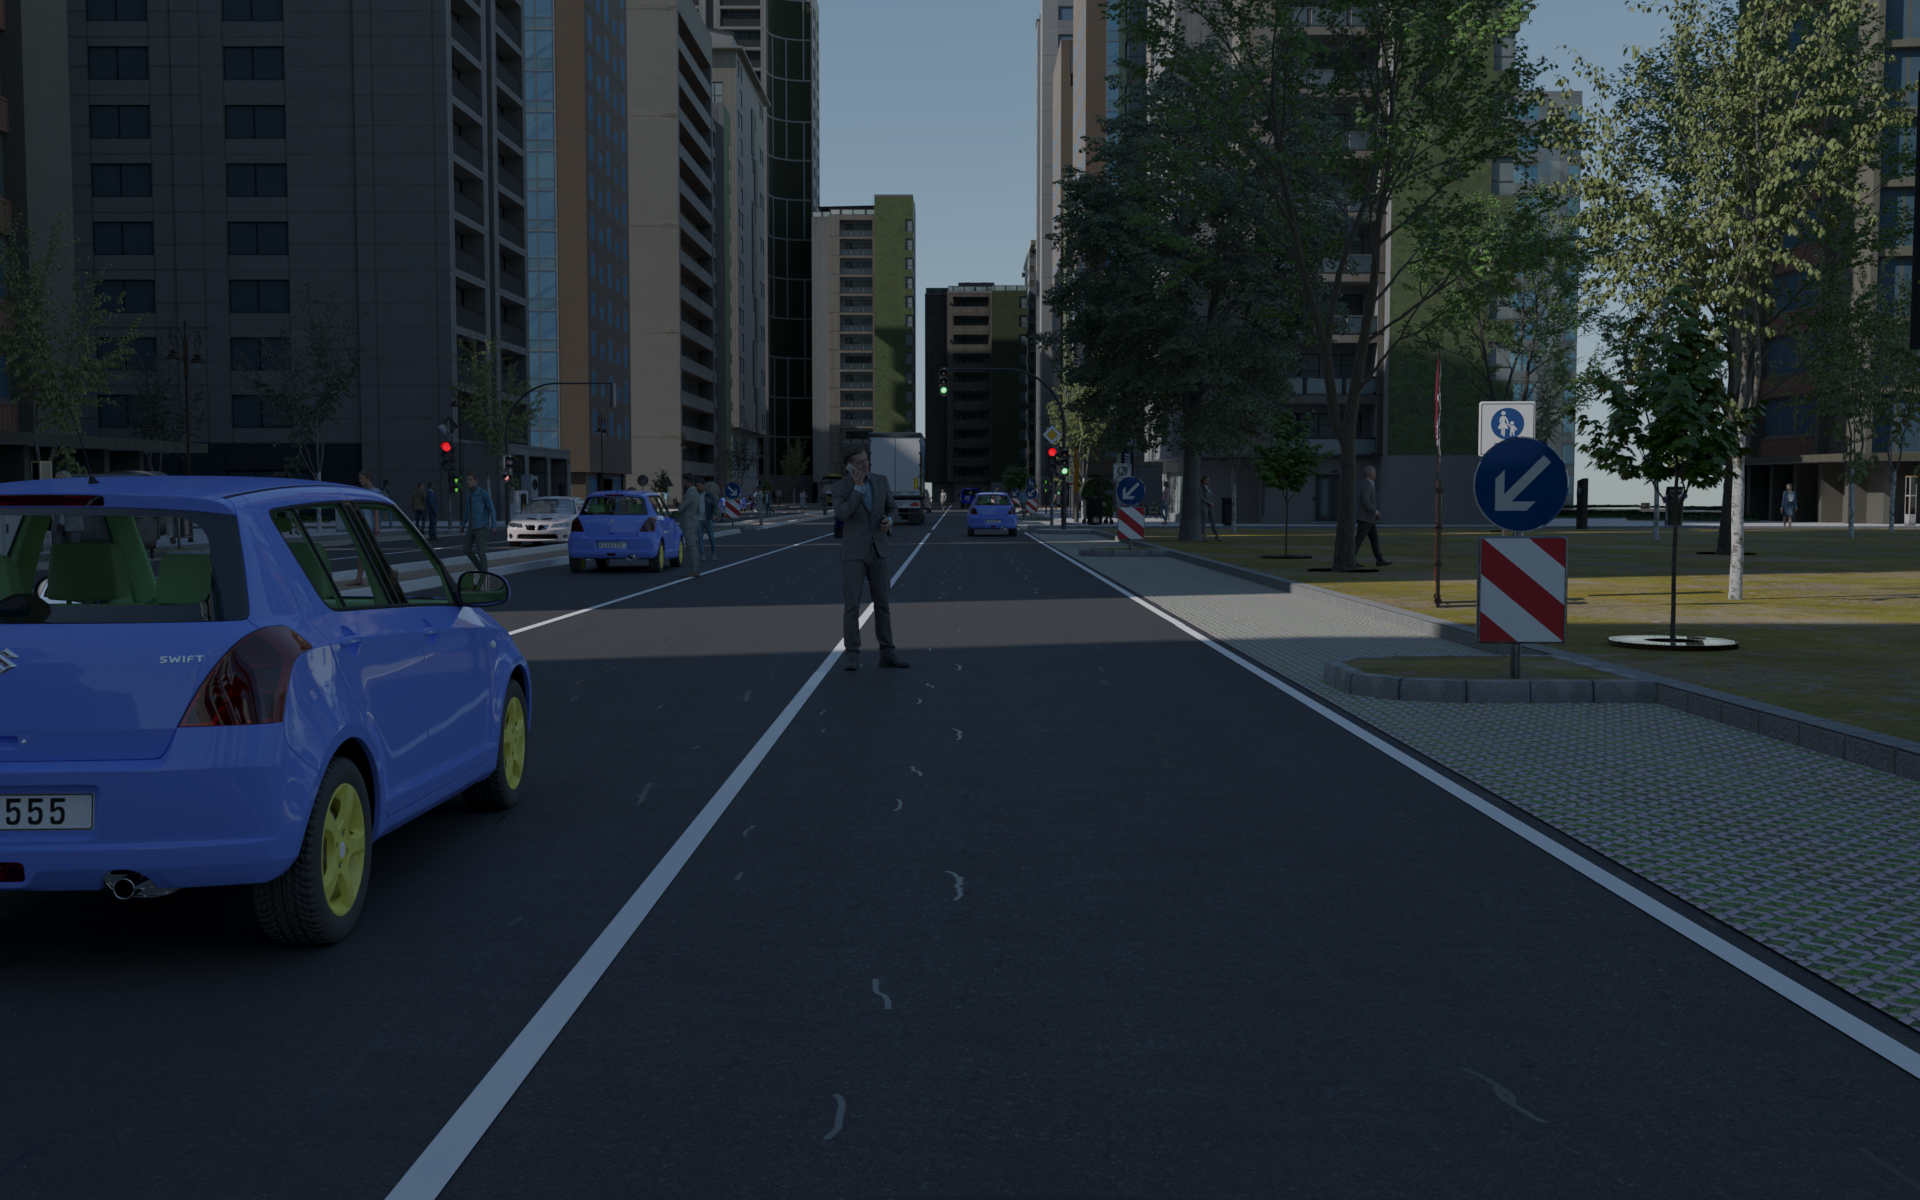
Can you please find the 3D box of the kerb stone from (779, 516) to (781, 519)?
[{"bbox_3d":[-10.207,-4.530,96.317,0.120,0.150,1.000,0,3,0],"label":"kerb stone"}]

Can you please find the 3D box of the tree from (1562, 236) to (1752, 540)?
[{"bbox_3d":[19.366,-5.952,47.685,4.360,8.622,3.978,0,3,0],"label":"tree"}]

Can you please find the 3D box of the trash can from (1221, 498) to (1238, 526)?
[{"bbox_3d":[10.902,-3.574,70.090,0.748,1.137,0.748,0,3,0],"label":"trash can"}]

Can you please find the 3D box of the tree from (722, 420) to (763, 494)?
[{"bbox_3d":[-21.195,-13.292,167.678,4.360,8.622,3.978,0,3,0],"label":"tree"}]

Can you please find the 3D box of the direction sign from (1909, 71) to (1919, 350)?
[{"bbox_3d":[5.530,-1.052,9.197,0.876,3.537,0.379,2,4,24],"label":"direction sign"}]

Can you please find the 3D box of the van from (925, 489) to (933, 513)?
[{"bbox_3d":[-3.086,-7.768,134.010,2.013,2.044,4.112,0,4,1],"label":"van"}]

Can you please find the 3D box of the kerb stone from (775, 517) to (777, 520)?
[{"bbox_3d":[-10.202,-4.408,94.272,0.120,0.150,1.000,0,3,0],"label":"kerb stone"}]

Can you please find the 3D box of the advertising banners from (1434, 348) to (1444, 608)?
[{"bbox_3d":[5.623,-1.478,20.346,0.090,3.025,2.074,1,4,15],"label":"advertising banners"}]

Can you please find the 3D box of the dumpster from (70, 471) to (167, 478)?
[{"bbox_3d":[-18.362,-1.779,37.306,1.865,1.857,1.264,0,4,1],"label":"dumpster"}]

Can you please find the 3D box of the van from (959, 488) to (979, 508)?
[{"bbox_3d":[1.026,-10.606,177.792,2.240,2.365,5.245,0,4,-1],"label":"van"}]

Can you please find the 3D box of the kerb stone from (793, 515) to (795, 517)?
[{"bbox_3d":[-10.213,-5.035,104.513,0.120,0.150,1.000,0,3,0],"label":"kerb stone"}]

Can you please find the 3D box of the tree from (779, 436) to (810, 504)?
[{"bbox_3d":[-21.099,-16.503,220.184,4.737,8.622,4.395,0,3,0],"label":"tree"}]

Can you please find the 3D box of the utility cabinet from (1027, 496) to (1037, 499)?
[{"bbox_3d":[5.647,-7.765,138.118,1.020,1.237,0.306,0,4,8],"label":"utility cabinet"}]

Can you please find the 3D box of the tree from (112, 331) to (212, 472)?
[{"bbox_3d":[-36.505,-7.858,78.846,4.360,8.622,3.978,0,3,0],"label":"tree"}]

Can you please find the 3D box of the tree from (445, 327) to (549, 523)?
[{"bbox_3d":[-20.806,-7.752,77.103,4.737,8.622,4.395,0,3,0],"label":"tree"}]

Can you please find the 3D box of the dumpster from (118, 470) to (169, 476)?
[{"bbox_3d":[-20.457,-2.287,43.148,1.264,1.857,1.865,0,4,0],"label":"dumpster"}]

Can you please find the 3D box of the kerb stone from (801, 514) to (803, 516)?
[{"bbox_3d":[-10.208,-5.349,109.646,0.120,0.150,1.000,0,3,0],"label":"kerb stone"}]

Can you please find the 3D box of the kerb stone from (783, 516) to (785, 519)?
[{"bbox_3d":[-10.211,-4.659,98.375,0.120,0.150,1.000,0,3,0],"label":"kerb stone"}]

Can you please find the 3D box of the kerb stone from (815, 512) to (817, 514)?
[{"bbox_3d":[-10.208,-5.970,119.903,0.120,0.150,1.000,0,3,0],"label":"kerb stone"}]

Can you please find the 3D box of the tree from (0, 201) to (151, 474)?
[{"bbox_3d":[-23.456,-5.760,44.533,4.737,8.622,4.395,0,3,0],"label":"tree"}]

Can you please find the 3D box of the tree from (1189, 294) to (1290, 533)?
[{"bbox_3d":[8.996,-6.509,56.784,4.360,8.622,3.978,0,3,0],"label":"tree"}]

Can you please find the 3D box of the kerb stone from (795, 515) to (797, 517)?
[{"bbox_3d":[-10.210,-5.093,105.536,0.120,0.150,1.000,0,3,0],"label":"kerb stone"}]

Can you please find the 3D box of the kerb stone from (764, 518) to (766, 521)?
[{"bbox_3d":[-10.212,-4.095,89.151,0.120,0.150,1.000,0,3,0],"label":"kerb stone"}]

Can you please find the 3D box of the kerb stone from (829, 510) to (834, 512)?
[{"bbox_3d":[-10.206,-6.978,136.284,0.120,0.150,1.000,0,3,0],"label":"kerb stone"}]

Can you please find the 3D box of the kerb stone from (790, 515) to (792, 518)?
[{"bbox_3d":[-10.202,-4.910,102.469,0.120,0.150,1.000,0,3,0],"label":"kerb stone"}]

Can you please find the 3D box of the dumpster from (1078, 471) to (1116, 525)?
[{"bbox_3d":[5.845,-4.350,73.612,1.502,2.255,1.985,0,3,0],"label":"dumpster"}]

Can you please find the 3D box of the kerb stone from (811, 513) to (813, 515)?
[{"bbox_3d":[-10.204,-5.784,116.835,0.120,0.150,1.000,0,3,0],"label":"kerb stone"}]

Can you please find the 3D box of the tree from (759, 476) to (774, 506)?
[{"bbox_3d":[-20.956,-11.877,188.789,1.663,3.219,1.824,0,3,0],"label":"tree"}]

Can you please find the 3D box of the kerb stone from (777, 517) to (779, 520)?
[{"bbox_3d":[-10.212,-4.471,95.294,0.120,0.150,1.000,0,3,0],"label":"kerb stone"}]

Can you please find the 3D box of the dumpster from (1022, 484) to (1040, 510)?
[{"bbox_3d":[5.812,-8.568,142.577,1.502,2.255,1.985,0,3,0],"label":"dumpster"}]

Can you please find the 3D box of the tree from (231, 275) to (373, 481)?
[{"bbox_3d":[-21.714,-6.578,57.920,4.360,8.622,3.978,0,3,0],"label":"tree"}]

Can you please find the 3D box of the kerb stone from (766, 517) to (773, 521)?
[{"bbox_3d":[-10.214,-4.283,92.223,0.120,0.150,1.000,0,3,0],"label":"kerb stone"}]

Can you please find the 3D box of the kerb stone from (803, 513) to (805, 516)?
[{"bbox_3d":[-10.203,-5.407,110.676,0.120,0.150,1.000,0,3,0],"label":"kerb stone"}]

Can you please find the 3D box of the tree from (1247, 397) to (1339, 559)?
[{"bbox_3d":[6.499,-2.456,34.764,1.663,3.219,1.824,0,3,0],"label":"tree"}]

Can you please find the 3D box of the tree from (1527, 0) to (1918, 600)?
[{"bbox_3d":[9.237,-4.317,20.950,4.737,8.622,4.395,0,3,0],"label":"tree"}]

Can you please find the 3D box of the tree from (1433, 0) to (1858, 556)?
[{"bbox_3d":[16.272,-6.756,36.215,9.928,11.665,9.643,0,3,0],"label":"tree"}]

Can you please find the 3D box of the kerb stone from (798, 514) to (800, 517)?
[{"bbox_3d":[-10.216,-5.223,107.590,0.120,0.150,1.000,0,3,0],"label":"kerb stone"}]

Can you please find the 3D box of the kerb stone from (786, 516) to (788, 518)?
[{"bbox_3d":[-10.214,-4.784,100.421,0.120,0.150,1.000,0,3,0],"label":"kerb stone"}]

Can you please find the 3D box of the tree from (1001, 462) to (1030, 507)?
[{"bbox_3d":[5.808,-11.931,178.791,4.285,4.588,4.351,0,3,0],"label":"tree"}]

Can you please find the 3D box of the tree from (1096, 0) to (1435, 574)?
[{"bbox_3d":[6.231,-6.259,28.086,9.928,11.665,9.643,0,3,0],"label":"tree"}]

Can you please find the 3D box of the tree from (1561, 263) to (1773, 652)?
[{"bbox_3d":[6.136,-1.221,14.571,1.663,3.219,1.824,0,3,0],"label":"tree"}]

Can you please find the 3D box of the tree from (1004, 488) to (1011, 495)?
[{"bbox_3d":[6.321,-13.153,209.651,1.663,3.219,1.824,0,3,0],"label":"tree"}]

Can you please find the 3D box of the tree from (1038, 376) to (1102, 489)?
[{"bbox_3d":[6.888,-9.706,109.063,4.360,8.622,3.978,0,3,0],"label":"tree"}]

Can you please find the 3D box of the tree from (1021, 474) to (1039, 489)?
[{"bbox_3d":[6.628,-10.152,160.578,1.663,3.219,1.824,0,3,0],"label":"tree"}]

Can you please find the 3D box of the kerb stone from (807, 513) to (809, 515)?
[{"bbox_3d":[-10.202,-5.595,113.759,0.120,0.150,1.000,0,3,0],"label":"kerb stone"}]

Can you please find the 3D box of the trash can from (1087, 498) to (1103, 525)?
[{"bbox_3d":[5.575,-3.655,71.405,0.748,1.137,0.748,0,3,0],"label":"trash can"}]

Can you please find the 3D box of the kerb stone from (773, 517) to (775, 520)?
[{"bbox_3d":[-10.210,-4.342,93.250,0.120,0.150,1.000,0,3,0],"label":"kerb stone"}]

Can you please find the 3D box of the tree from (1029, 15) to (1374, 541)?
[{"bbox_3d":[6.302,-8.617,47.540,9.857,13.997,8.962,0,3,0],"label":"tree"}]

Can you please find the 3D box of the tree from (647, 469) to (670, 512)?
[{"bbox_3d":[-21.119,-7.866,123.211,1.663,3.219,1.824,0,3,0],"label":"tree"}]

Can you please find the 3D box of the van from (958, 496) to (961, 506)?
[{"bbox_3d":[0.829,-12.335,208.687,2.013,2.044,4.112,0,4,-1],"label":"van"}]

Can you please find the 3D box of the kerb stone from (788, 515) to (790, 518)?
[{"bbox_3d":[-10.206,-4.847,101.446,0.120,0.150,1.000,0,3,0],"label":"kerb stone"}]

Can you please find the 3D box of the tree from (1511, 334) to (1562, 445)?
[{"bbox_3d":[26.519,-7.879,79.181,4.360,8.622,3.978,0,3,0],"label":"tree"}]

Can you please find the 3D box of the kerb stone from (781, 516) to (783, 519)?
[{"bbox_3d":[-10.209,-4.596,97.342,0.120,0.150,1.000,0,3,0],"label":"kerb stone"}]

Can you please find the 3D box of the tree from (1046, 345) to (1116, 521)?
[{"bbox_3d":[5.796,-7.998,81.125,4.737,8.622,4.395,0,3,0],"label":"tree"}]

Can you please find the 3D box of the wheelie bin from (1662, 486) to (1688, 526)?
[{"bbox_3d":[29.051,-3.819,70.344,0.980,1.594,0.693,1,4,12],"label":"wheelie bin"}]

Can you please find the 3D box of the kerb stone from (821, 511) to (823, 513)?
[{"bbox_3d":[-10.205,-6.289,125.026,0.120,0.150,1.000,0,3,0],"label":"kerb stone"}]
